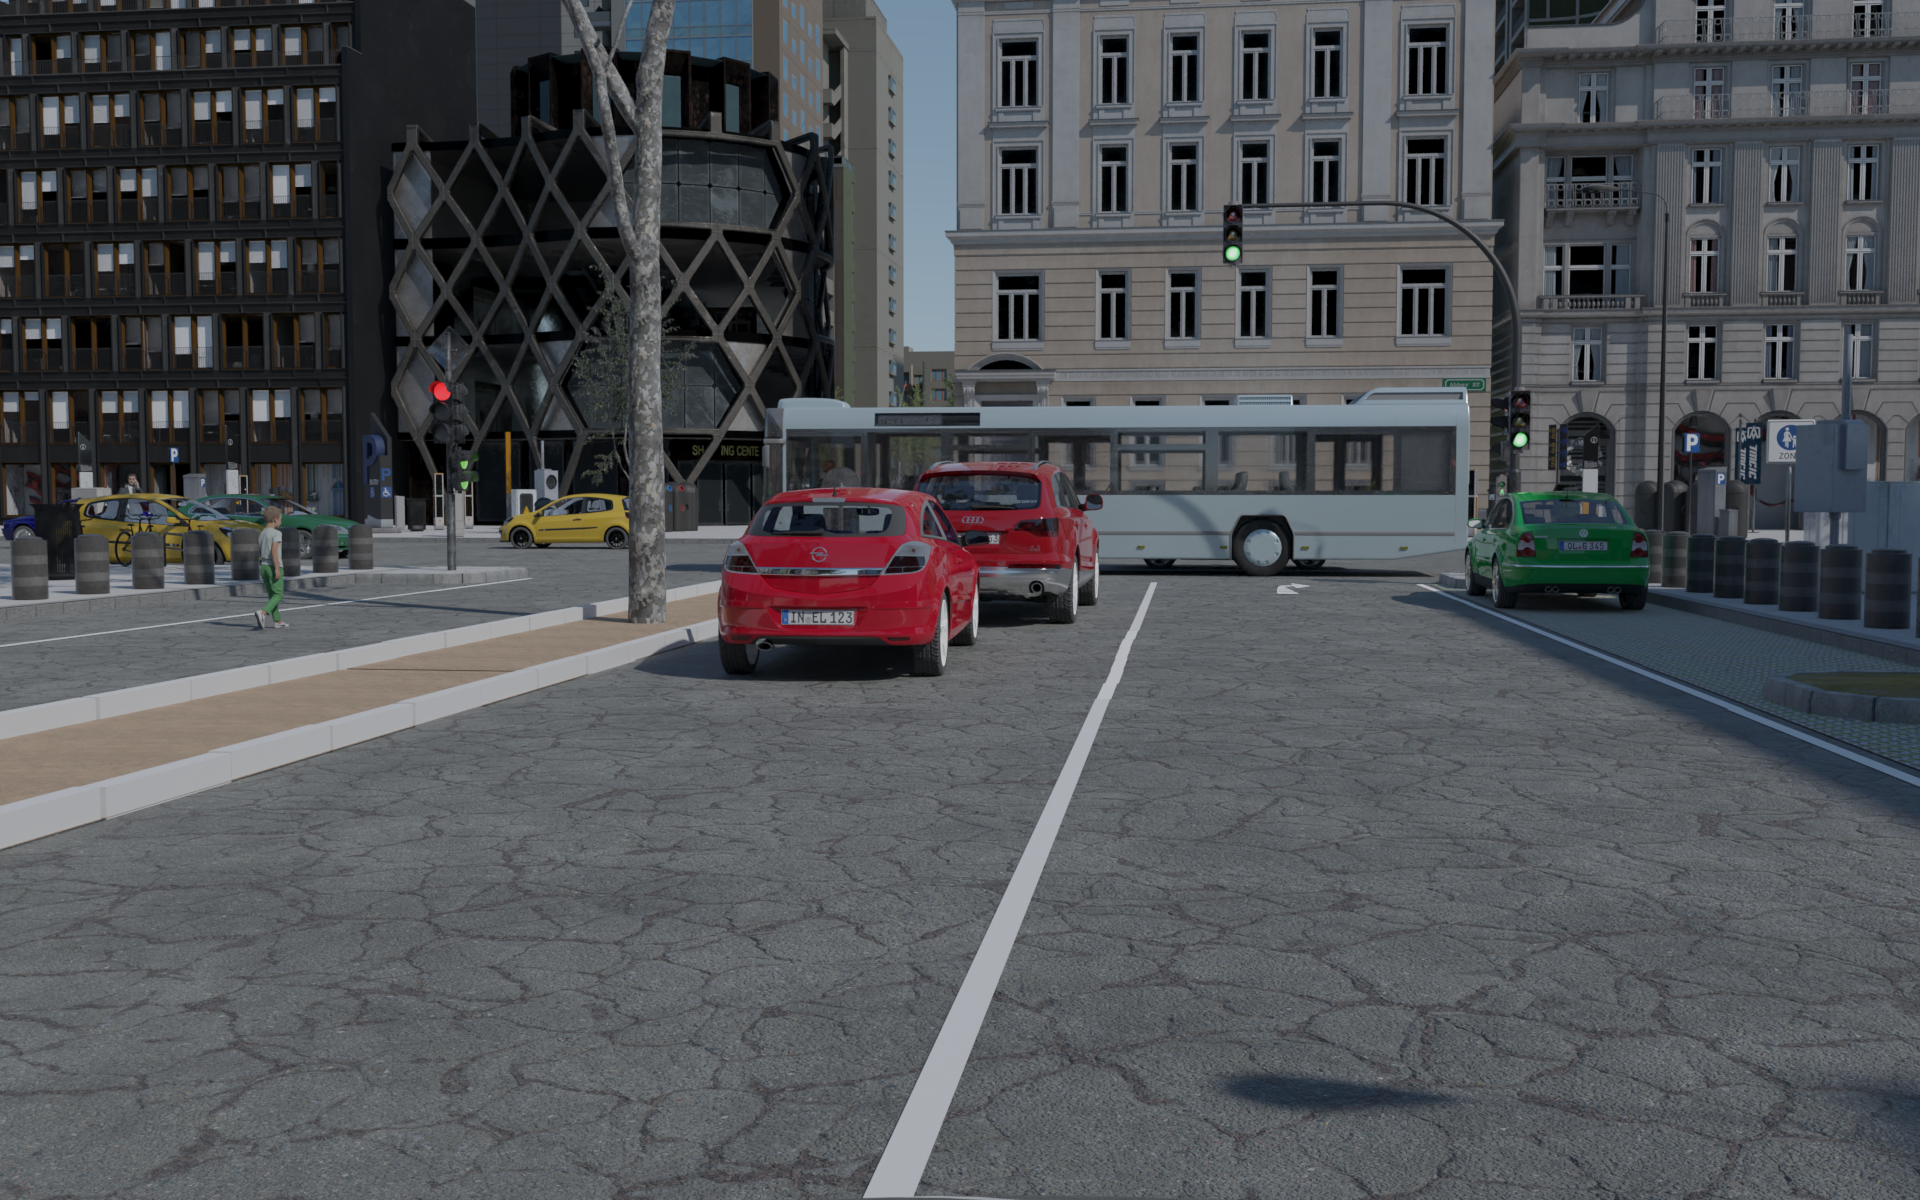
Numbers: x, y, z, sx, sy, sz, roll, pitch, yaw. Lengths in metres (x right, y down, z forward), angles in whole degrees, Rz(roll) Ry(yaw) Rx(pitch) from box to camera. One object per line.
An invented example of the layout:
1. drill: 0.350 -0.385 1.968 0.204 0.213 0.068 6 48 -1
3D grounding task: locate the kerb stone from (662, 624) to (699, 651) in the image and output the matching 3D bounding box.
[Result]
1. kerb stone: -2.671 0.364 16.248 0.120 0.150 1.000 0 4 8

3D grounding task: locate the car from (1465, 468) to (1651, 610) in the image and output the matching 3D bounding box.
1. car: 7.764 -0.855 22.781 1.959 1.807 4.718 1 4 9

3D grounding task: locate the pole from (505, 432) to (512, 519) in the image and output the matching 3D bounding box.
1. pole: -14.876 -3.867 57.075 0.158 3.312 0.155 0 3 0

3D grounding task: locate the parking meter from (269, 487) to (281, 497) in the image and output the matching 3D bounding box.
1. parking meter: -23.212 -3.075 58.687 0.372 1.533 0.369 0 3 0

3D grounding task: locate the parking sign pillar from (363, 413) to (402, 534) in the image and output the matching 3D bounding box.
1. parking sign pillar: -19.098 -4.180 56.817 1.447 3.967 1.447 -3 5 -42

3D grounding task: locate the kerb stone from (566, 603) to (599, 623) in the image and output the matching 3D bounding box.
1. kerb stone: -4.341 0.162 19.589 0.120 0.150 1.000 0 4 8

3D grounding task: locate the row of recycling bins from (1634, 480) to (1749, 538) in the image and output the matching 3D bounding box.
1. row of recycling bins: 21.670 -2.712 51.449 1.069 1.692 3.534 -3 4 -37

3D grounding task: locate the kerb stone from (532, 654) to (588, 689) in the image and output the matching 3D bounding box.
1. kerb stone: -3.083 0.550 13.198 0.120 0.150 1.000 0 4 8

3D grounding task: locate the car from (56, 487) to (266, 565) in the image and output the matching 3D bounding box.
1. car: -14.902 -1.370 32.617 3.980 1.641 2.015 0 4 6

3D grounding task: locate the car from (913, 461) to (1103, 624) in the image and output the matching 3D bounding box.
1. car: 0.528 -0.741 20.796 2.281 1.827 5.304 1 4 9

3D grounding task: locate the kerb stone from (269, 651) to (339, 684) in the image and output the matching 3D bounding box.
1. kerb stone: -5.156 0.533 13.480 0.120 0.150 1.000 0 4 8

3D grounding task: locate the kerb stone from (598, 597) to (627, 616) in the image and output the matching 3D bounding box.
1. kerb stone: -4.209 0.097 20.608 0.120 0.150 1.000 0 4 8

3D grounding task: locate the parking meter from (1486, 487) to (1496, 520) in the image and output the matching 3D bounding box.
1. parking meter: 17.124 -2.892 55.694 0.372 1.533 0.369 0 3 0

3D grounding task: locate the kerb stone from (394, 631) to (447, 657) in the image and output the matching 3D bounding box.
1. kerb stone: -4.896 0.408 15.525 0.120 0.150 1.000 0 4 8

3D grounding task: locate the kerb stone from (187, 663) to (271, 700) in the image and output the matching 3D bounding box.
1. kerb stone: -5.298 0.595 12.463 0.120 0.150 1.000 0 4 8

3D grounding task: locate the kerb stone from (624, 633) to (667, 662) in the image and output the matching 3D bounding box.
1. kerb stone: -2.806 0.426 15.228 0.120 0.150 1.000 0 4 8

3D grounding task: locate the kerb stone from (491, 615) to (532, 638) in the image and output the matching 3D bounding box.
1. kerb stone: -4.616 0.285 17.558 0.120 0.150 1.000 0 4 8

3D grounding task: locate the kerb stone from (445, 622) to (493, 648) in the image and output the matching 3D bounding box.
1. kerb stone: -4.746 0.346 16.540 0.120 0.150 1.000 0 4 8

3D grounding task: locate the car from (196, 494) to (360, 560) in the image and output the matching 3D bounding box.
1. car: -15.693 -1.655 38.855 4.920 1.459 2.131 0 4 8

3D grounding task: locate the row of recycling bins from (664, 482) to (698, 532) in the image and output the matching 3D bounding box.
1. row of recycling bins: -9.951 -3.161 58.801 1.069 1.692 3.534 1 4 17

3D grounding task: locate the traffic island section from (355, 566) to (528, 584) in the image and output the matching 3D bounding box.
1. traffic island section: -8.563 -0.419 29.132 2.009 0.180 2.903 0 4 8

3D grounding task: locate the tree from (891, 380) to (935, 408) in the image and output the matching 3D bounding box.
1. tree: -3.315 -9.925 112.629 4.737 8.622 4.395 0 3 0

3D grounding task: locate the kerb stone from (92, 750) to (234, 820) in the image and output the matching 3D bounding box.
1. kerb stone: -3.748 0.866 8.119 0.120 0.150 1.000 0 4 8

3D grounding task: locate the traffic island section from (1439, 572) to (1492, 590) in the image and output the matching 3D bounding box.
1. traffic island section: 8.577 -0.279 26.849 2.009 0.180 2.903 0 4 8

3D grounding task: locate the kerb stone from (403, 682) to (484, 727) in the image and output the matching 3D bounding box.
1. kerb stone: -3.346 0.675 11.166 0.120 0.150 1.000 0 4 8

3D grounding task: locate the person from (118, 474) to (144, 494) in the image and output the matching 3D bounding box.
1. person: -19.328 -1.990 40.405 0.474 1.900 0.648 1 4 18

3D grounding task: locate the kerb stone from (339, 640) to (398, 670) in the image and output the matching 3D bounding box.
1. kerb stone: -5.013 0.474 14.507 0.120 0.150 1.000 0 4 8

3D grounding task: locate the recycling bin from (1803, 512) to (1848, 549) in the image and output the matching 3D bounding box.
1. recycling bin: 13.456 -0.862 26.652 0.722 1.027 0.722 1 4 10

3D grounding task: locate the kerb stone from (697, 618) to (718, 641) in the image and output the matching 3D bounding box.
1. kerb stone: -2.534 0.302 17.263 0.120 0.150 1.000 0 4 8

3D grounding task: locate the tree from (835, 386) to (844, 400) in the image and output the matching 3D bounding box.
1. tree: -8.799 -10.152 116.348 4.737 8.622 4.395 0 3 0

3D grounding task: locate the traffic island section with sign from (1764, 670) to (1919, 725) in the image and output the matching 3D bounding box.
1. traffic island section with sign: 6.541 -0.175 11.487 1.989 1.847 2.006 0 4 8

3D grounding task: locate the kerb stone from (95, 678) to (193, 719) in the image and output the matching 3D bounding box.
1. kerb stone: -5.427 0.657 11.447 0.120 0.150 1.000 0 4 8

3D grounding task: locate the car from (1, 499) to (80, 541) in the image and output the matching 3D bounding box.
1. car: -23.229 -2.043 45.989 3.894 1.354 1.945 0 4 6

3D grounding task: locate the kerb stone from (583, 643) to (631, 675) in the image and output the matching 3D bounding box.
1. kerb stone: -2.937 0.488 14.212 0.120 0.150 1.000 0 4 8

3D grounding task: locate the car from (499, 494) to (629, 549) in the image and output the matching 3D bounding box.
1. car: -10.155 -2.171 45.712 3.980 1.641 2.015 0 4 7

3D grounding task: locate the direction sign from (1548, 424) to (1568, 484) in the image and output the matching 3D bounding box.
1. direction sign: 19.374 -3.926 56.188 0.379 3.537 0.876 -1 4 -21

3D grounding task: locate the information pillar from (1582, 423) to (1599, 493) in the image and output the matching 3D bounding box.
1. information pillar: 20.867 -4.034 57.315 0.504 3.616 0.183 0 4 3

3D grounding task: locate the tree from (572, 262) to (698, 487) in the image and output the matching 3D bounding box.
1. tree: -10.129 -6.300 53.373 4.360 8.622 3.978 0 3 0

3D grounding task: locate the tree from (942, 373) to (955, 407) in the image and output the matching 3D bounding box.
1. tree: 2.018 -12.261 126.219 9.928 11.665 9.643 0 3 0

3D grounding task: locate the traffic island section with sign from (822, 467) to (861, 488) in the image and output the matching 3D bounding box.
1. traffic island section with sign: -2.083 -1.246 28.507 2.006 1.907 1.989 0 4 8

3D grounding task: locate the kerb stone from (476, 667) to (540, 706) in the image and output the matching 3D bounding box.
1. kerb stone: -3.218 0.615 12.183 0.120 0.150 1.000 0 4 8

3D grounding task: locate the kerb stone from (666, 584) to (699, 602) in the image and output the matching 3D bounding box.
1. kerb stone: -3.796 -0.090 23.669 0.120 0.150 1.000 0 4 8

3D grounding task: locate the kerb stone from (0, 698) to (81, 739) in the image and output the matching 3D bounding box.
1. kerb stone: -5.570 0.721 10.427 0.120 0.150 1.000 0 4 8

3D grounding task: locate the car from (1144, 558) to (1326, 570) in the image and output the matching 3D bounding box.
1. car: 5.285 -1.337 33.664 4.920 1.459 2.131 1 4 9

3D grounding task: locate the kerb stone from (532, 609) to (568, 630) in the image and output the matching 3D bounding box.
1. kerb stone: -4.473 0.222 18.573 0.120 0.150 1.000 0 4 8

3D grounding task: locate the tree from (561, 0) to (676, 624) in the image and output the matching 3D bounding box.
1. tree: -4.558 -9.862 19.597 12.611 20.169 13.585 0 3 0

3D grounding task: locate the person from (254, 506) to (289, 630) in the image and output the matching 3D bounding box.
1. person: -7.296 -0.340 18.312 0.306 1.304 0.590 1 4 13

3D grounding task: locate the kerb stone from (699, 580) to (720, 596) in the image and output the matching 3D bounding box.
1. kerb stone: -3.657 -0.153 24.691 0.120 0.150 1.000 0 4 8

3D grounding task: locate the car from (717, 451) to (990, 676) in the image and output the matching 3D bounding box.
1. car: -0.850 -0.375 15.180 2.155 1.783 4.494 0 4 6

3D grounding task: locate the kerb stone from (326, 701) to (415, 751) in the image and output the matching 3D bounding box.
1. kerb stone: -3.488 0.743 10.152 0.120 0.150 1.000 0 4 8

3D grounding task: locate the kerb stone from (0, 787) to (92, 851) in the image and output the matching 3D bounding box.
1. kerb stone: -3.892 0.925 7.100 0.120 0.150 1.000 0 4 8

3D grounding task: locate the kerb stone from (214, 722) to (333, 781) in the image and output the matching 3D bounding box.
1. kerb stone: -3.624 0.799 9.136 0.120 0.150 1.000 0 4 8

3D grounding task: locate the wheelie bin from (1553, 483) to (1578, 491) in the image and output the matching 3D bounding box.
1. wheelie bin: 17.264 -2.534 49.339 0.980 1.594 0.693 -1 4 -19
